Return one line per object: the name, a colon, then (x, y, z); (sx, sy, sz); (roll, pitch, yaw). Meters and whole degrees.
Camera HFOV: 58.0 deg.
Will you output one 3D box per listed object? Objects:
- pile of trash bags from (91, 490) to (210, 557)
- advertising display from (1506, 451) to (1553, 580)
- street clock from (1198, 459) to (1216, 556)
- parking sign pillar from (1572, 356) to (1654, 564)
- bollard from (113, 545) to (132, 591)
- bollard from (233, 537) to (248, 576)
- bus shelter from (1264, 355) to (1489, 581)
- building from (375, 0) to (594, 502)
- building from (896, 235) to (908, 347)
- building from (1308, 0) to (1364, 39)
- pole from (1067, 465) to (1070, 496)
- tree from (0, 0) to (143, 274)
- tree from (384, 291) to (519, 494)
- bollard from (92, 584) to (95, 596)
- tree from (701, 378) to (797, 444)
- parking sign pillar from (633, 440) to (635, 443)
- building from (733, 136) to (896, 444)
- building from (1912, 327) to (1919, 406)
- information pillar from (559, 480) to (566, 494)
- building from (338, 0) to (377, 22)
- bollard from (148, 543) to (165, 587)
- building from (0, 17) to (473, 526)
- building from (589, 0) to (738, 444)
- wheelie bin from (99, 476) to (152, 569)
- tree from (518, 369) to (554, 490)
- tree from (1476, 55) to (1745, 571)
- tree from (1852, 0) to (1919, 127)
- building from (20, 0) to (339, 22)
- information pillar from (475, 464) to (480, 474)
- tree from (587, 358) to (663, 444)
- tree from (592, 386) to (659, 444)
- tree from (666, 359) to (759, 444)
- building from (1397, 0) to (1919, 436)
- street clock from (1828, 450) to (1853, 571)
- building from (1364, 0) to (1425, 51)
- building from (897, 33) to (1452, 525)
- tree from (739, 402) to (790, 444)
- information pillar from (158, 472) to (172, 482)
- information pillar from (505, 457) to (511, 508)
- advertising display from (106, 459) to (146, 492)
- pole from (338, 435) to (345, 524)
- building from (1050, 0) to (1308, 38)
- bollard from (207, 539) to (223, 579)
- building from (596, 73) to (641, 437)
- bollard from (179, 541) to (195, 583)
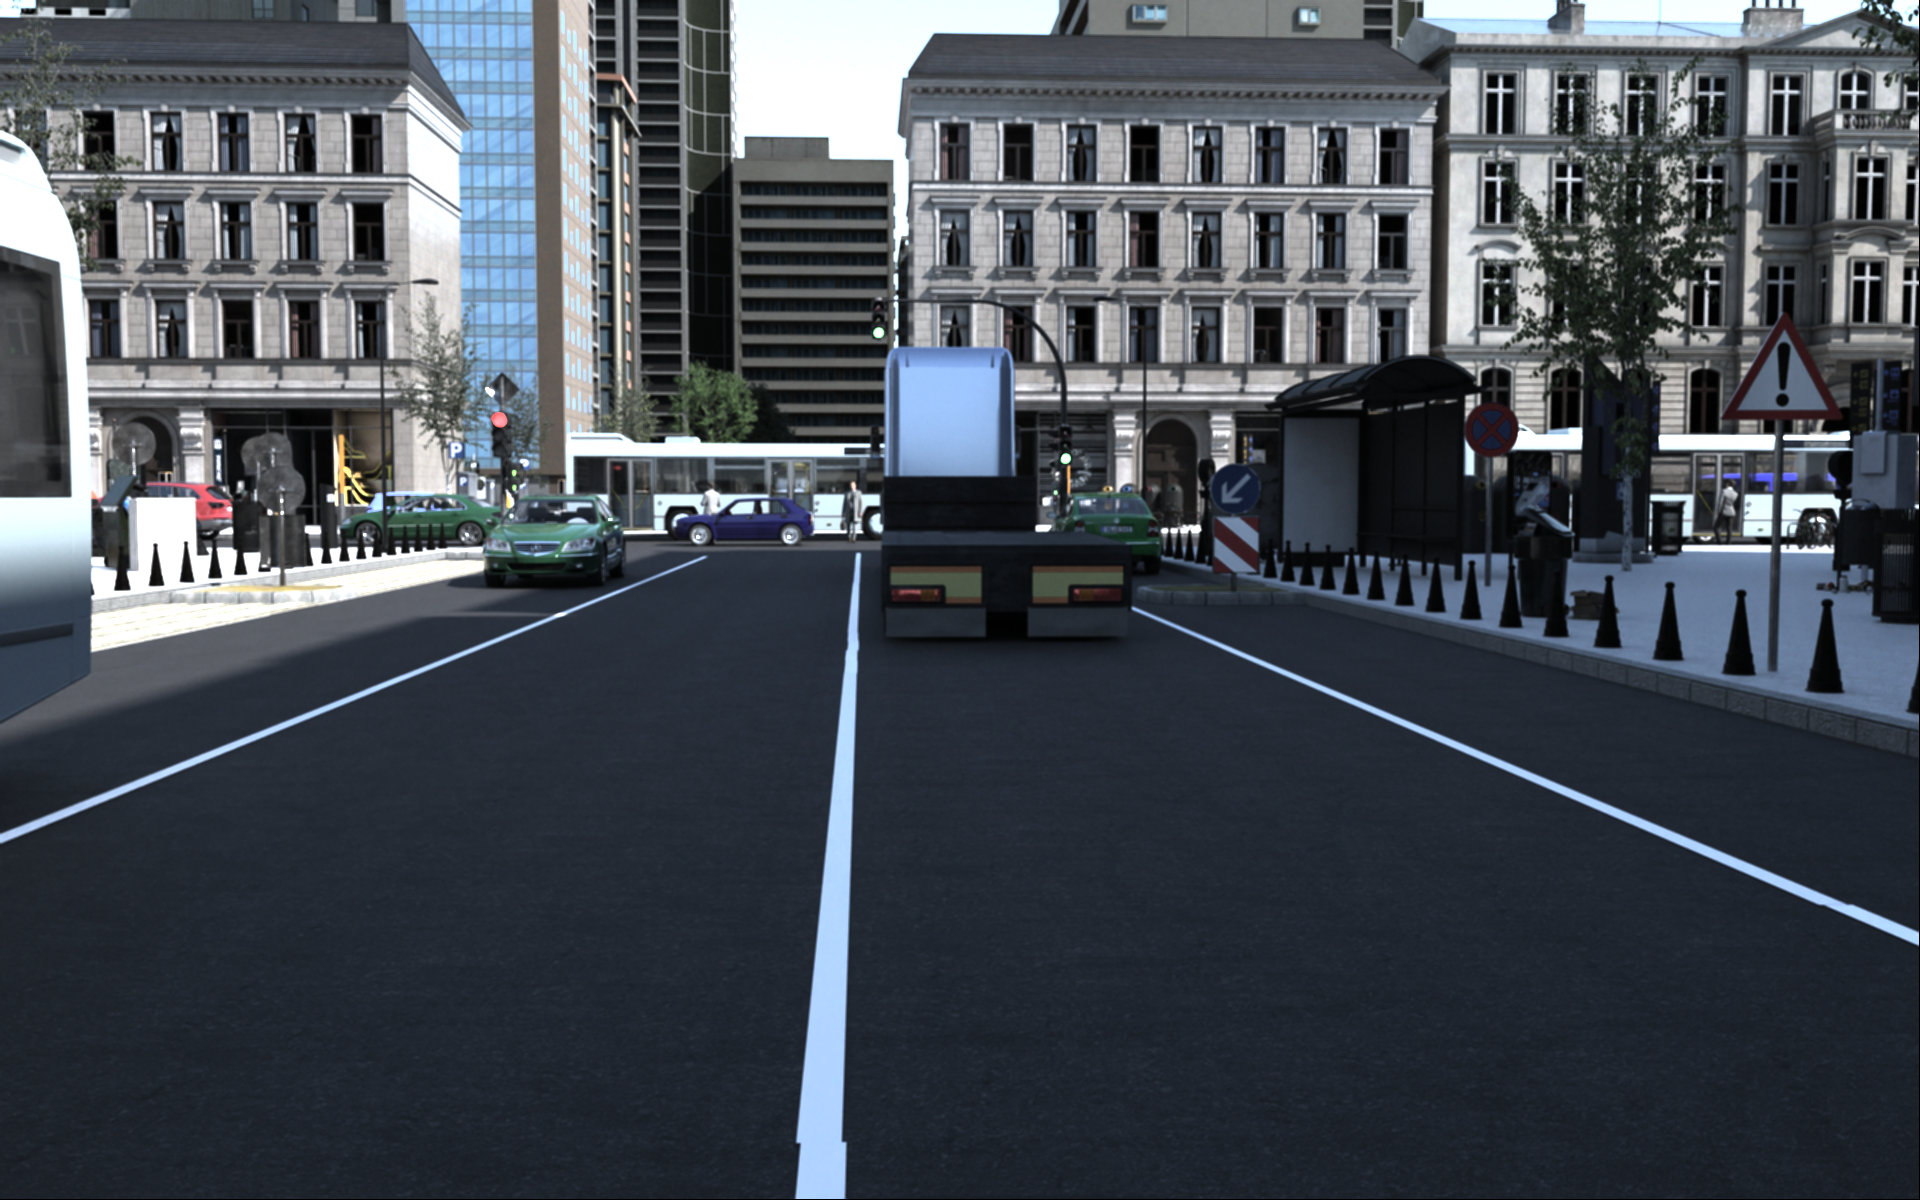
pile of trash bags: (-17.245, -1.595, 35.835); (3.447, 1.369, 1.912); (2, 4, 28)
advertising display: (8.537, -1.271, 25.992); (0.974, 1.923, 0.123); (-3, 4, -37)
street clock: (5.096, -1.911, 35.811); (0.358, 2.002, 0.471); (2, 4, 27)
parking sign pillar: (12.298, -2.695, 32.536); (1.447, 3.967, 1.447); (-2, 4, -28)
bollard: (-11.110, -0.423, 22.956); (0.229, 0.601, 0.229); (0, 3, 0)
bollard: (-11.356, -0.690, 27.325); (0.229, 0.601, 0.229); (0, 3, 0)
bus shelter: (6.538, -2.084, 27.989); (2.014, 3.302, 5.546); (0, 4, -3)
building: (-36.500, -29.570, 133.582); (14.600, 45.320, 14.200); (0, 4, -3)
building: (2.963, -33.770, 244.019); (23.993, 40.220, 32.217); (0, 4, -3)
building: (19.811, -31.729, 142.478); (21.300, 48.544, 21.600); (0, 4, -3)
pole: (3.799, -4.139, 61.511); (0.158, 3.312, 0.155); (0, 3, 0)
tree: (-13.873, -4.540, 24.589); (4.360, 8.622, 3.978); (0, 3, 0)
tree: (-18.489, -6.849, 62.346); (4.360, 8.622, 3.978); (0, 3, 0)
bollard: (-11.048, -0.356, 21.869); (0.229, 0.601, 0.229); (0, 3, 0)
tree: (-20.756, -15.500, 170.438); (9.611, 12.733, 9.660); (0, 3, 0)
parking sign pillar: (-16.729, -5.965, 85.995); (1.447, 3.967, 1.447); (0, 4, 3)
building: (-19.679, -37.556, 237.745); (21.600, 48.544, 21.300); (0, 4, -3)
building: (24.021, -13.761, 18.498); (14.314, 27.812, 24.014); (0, 4, -3)
information pillar: (-20.689, -5.237, 90.119); (0.304, 2.012, 0.304); (0, 4, 5)
building: (-40.261, -43.531, 149.982); (20.563, 71.187, 20.611); (0, 4, -3)
bollard: (-11.171, -0.491, 24.063); (0.229, 0.601, 0.229); (0, 3, 0)
building: (-41.610, -13.479, 71.289); (40.483, 20.767, 10.553); (0, 4, -3)
building: (-41.056, -48.749, 235.298); (20.611, 71.187, 20.563); (0, 4, -3)
wheelie bin: (-14.441, -1.354, 30.042); (0.980, 1.594, 0.693); (3, 4, 36)
tree: (-24.306, -8.915, 96.128); (4.360, 8.622, 3.978); (0, 3, 0)
tree: (10.888, -4.788, 28.640); (4.737, 8.622, 4.395); (0, 3, 0)
tree: (9.362, -3.844, 13.218); (4.737, 8.622, 4.395); (0, 3, 0)
building: (-73.847, -35.485, 169.413); (27.495, 52.752, 28.713); (0, 4, -3)
information pillar: (-31.661, -7.454, 113.228); (0.504, 3.616, 0.183); (0, 4, -4)
tree: (-17.785, -8.726, 93.036); (4.360, 8.622, 3.978); (0, 3, 0)
tree: (-21.975, -10.075, 115.087); (4.737, 8.622, 4.395); (0, 3, 0)
tree: (-19.245, -12.786, 134.801); (9.928, 11.665, 9.643); (0, 3, 0)
building: (36.653, -15.794, 77.310); (34.723, 24.649, 14.460); (0, 4, -3)
street clock: (14.736, -1.488, 28.900); (0.471, 2.002, 0.358); (-1, 4, -13)
building: (53.119, -49.017, 239.673); (20.611, 71.187, 20.563); (0, 4, -3)
building: (-0.810, -13.638, 73.885); (40.483, 20.767, 10.553); (0, 4, -3)
tree: (-21.047, -16.277, 188.190); (6.751, 12.117, 7.091); (0, 3, 0)
information pillar: (-26.670, -3.284, 58.186); (0.304, 2.012, 0.304); (1, 4, 13)
information pillar: (-23.800, -6.106, 91.194); (0.183, 3.616, 0.504); (0, 4, 7)
advertising display: (-15.228, -1.618, 31.670); (0.974, 1.923, 0.123); (2, 4, 29)
pole: (-21.322, -4.032, 59.758); (0.158, 3.312, 0.155); (0, 3, 0)
building: (19.290, -33.065, 164.321); (21.300, 48.544, 21.600); (0, 4, -3)
bollard: (-11.291, -0.624, 26.238); (0.229, 0.601, 0.229); (0, 3, 0)
building: (-45.933, -31.846, 175.308); (28.867, 44.769, 22.147); (0, 4, -3)
bollard: (-11.233, -0.557, 25.150); (0.229, 0.601, 0.229); (0, 3, 0)
